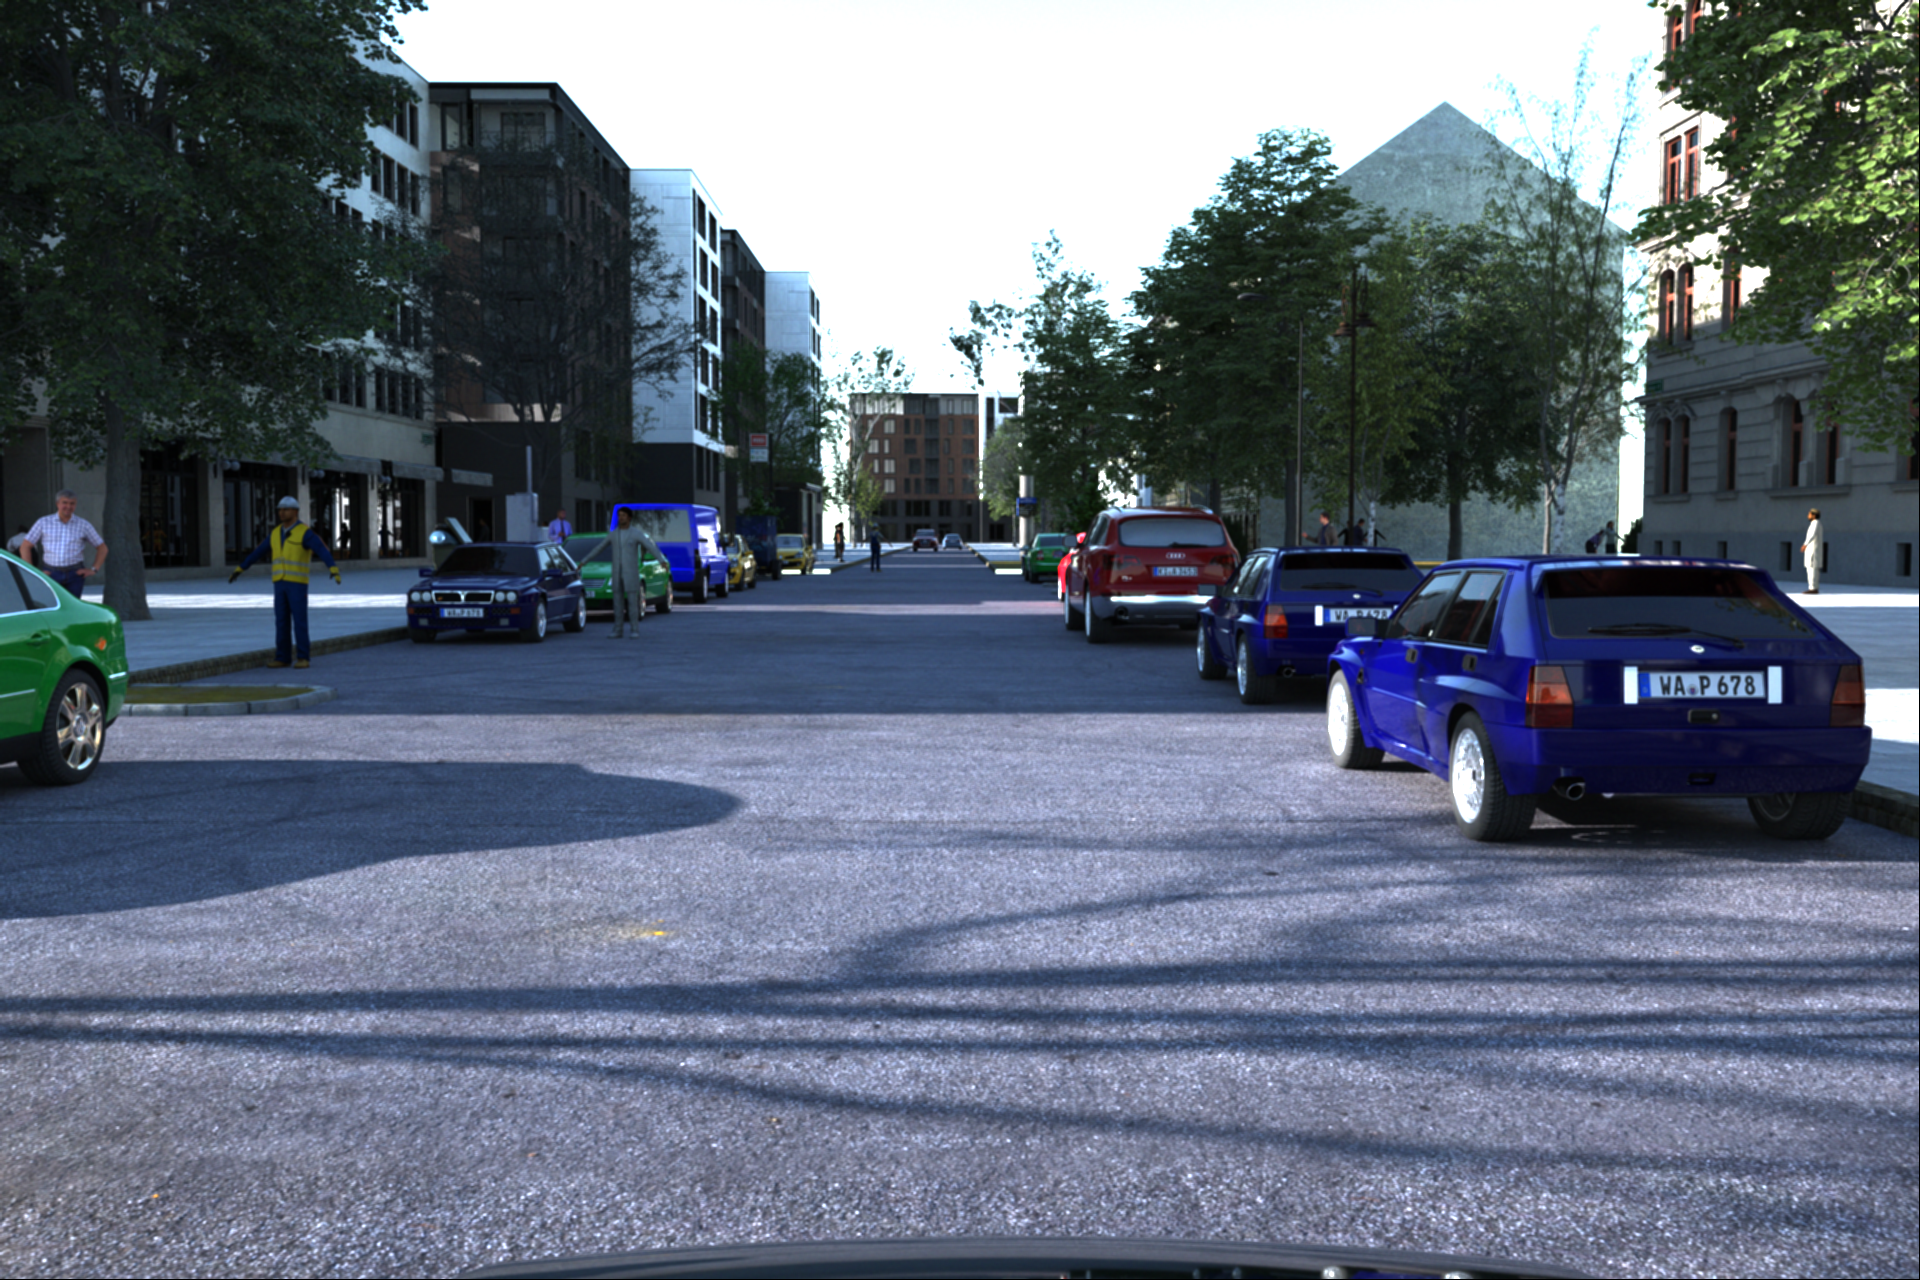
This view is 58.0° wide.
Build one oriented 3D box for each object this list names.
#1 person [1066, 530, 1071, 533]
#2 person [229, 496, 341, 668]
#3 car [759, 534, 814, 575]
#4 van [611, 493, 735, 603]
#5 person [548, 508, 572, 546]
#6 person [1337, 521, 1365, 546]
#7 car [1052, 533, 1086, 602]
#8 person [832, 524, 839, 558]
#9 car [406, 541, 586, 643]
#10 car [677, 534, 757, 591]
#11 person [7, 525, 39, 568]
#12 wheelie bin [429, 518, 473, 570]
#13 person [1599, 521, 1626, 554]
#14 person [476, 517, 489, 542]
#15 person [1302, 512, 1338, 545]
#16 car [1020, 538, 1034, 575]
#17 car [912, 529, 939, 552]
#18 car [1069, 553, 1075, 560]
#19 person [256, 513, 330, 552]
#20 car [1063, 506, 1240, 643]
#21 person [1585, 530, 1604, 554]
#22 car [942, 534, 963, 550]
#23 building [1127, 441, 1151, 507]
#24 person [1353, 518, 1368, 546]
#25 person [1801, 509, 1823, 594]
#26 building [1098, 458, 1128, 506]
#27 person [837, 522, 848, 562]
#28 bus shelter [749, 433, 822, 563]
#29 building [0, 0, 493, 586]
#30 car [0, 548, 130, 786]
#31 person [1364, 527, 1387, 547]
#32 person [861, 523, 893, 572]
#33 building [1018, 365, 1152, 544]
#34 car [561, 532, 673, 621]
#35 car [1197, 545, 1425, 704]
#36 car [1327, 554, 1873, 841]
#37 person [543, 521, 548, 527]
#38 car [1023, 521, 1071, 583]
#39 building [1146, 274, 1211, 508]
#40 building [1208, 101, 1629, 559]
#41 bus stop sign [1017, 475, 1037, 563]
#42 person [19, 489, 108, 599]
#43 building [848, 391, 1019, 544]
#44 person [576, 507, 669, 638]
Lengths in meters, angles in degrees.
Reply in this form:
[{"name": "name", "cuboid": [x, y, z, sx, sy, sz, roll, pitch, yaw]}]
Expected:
[{"name": "person", "cuboid": [6.538, -5.856, 101.867, 1.348, 1.813, 0.705, 0, 4, 3]}, {"name": "person", "cuboid": [-7.187, -0.619, 18.547, 1.349, 1.833, 0.705, 1, 4, 15]}, {"name": "car", "cuboid": [-6.239, -3.180, 62.217, 2.015, 1.641, 3.980, 0, 4, 0]}, {"name": "van", "cuboid": [-6.179, -2.020, 37.403, 2.240, 2.365, 5.245, 0, 3, 0]}, {"name": "person", "cuboid": [-8.498, -1.910, 37.143, 0.709, 1.838, 0.599, -3, 5, -41]}, {"name": "person", "cuboid": [15.992, -3.992, 71.201, 1.347, 1.837, 0.705, 1, 4, 18]}, {"name": "car", "cuboid": [2.991, -1.606, 35.302, 2.155, 1.783, 4.494, 0, 4, 0]}, {"name": "person", "cuboid": [-6.566, -5.232, 91.817, 0.705, 1.796, 1.348, -1, 4, -12]}, {"name": "car", "cuboid": [-6.377, -0.702, 24.059, 1.945, 1.354, 3.894, 0, 4, 0]}, {"name": "car", "cuboid": [-6.262, -2.098, 44.527, 2.015, 1.641, 3.980, 0, 3, 0]}, {"name": "person", "cuboid": [-15.585, -1.203, 28.907, 0.799, 1.438, 0.628, 2, 4, 29]}, {"name": "wheelie bin", "cuboid": [-9.758, -1.548, 33.214, 0.693, 1.594, 0.980, 0, 4, -1]}, {"name": "person", "cuboid": [22.489, -3.235, 59.727, 1.217, 1.735, 0.721, -2, 4, -25]}, {"name": "person", "cuboid": [-15.185, -3.003, 55.170, 0.705, 1.821, 1.348, 0, 4, -4]}, {"name": "person", "cuboid": [7.789, -1.898, 37.611, 0.750, 1.759, 0.617, 0, 4, -3]}, {"name": "car", "cuboid": [3.037, -2.846, 59.118, 1.945, 1.354, 3.894, 0, 4, -1]}, {"name": "car", "cuboid": [-2.860, -8.272, 143.924, 2.281, 1.827, 5.304, 0, 3, 0]}, {"name": "car", "cuboid": [2.965, -1.241, 29.326, 2.155, 1.783, 4.494, 0, 4, -1]}, {"name": "person", "cuboid": [-11.769, -1.492, 30.562, 1.345, 1.807, 0.704, -3, 4, -38]}, {"name": "car", "cuboid": [2.632, -0.953, 24.252, 2.281, 1.827, 5.304, 0, 4, -2]}, {"name": "person", "cuboid": [22.722, -3.220, 61.930, 0.421, 1.427, 0.697, -3, 5, -44]}, {"name": "car", "cuboid": [-0.705, -9.040, 159.805, 2.014, 1.417, 4.499, 0, 4, -1]}, {"name": "building", "cuboid": [19.616, -12.246, 142.364, 9.099, 9.664, 28.070, 0, 4, 0]}, {"name": "person", "cuboid": [12.472, -2.905, 53.995, 0.568, 1.767, 0.683, -1, 4, -22]}, {"name": "person", "cuboid": [18.160, -1.885, 36.906, 0.704, 1.819, 1.344, 2, 4, 35]}, {"name": "building", "cuboid": [21.014, -15.243, 191.372, 9.099, 9.664, 28.070, 0, 4, -1]}, {"name": "person", "cuboid": [-5.357, -4.428, 78.542, 0.704, 1.843, 1.345, 1, 4, 11]}, {"name": "bus shelter", "cuboid": [-7.240, -5.752, 71.682, 2.179, 5.291, 8.768, 0, 4, 1]}, {"name": "building", "cuboid": [-30.973, -15.433, 54.495, 24.374, 26.755, 37.873, 0, 3, 0]}, {"name": "car", "cuboid": [-5.924, 0.015, 8.551, 1.959, 1.807, 4.718, 0, 4, 0]}, {"name": "person", "cuboid": [20.503, -4.876, 85.916, 1.347, 1.806, 0.705, 2, 4, 35]}, {"name": "person", "cuboid": [-3.203, -3.518, 65.827, 1.347, 1.847, 0.705, 2, 4, 23]}, {"name": "building", "cuboid": [21.447, -23.354, 225.818, 27.936, 21.610, 32.646, 0, 4, -1]}, {"name": "car", "cuboid": [-6.115, -1.293, 29.935, 1.959, 1.807, 4.718, 0, 4, 0]}, {"name": "car", "cuboid": [3.224, -0.204, 15.908, 1.945, 1.354, 3.894, 0, 3, 0]}, {"name": "car", "cuboid": [3.193, 0.192, 9.440, 1.945, 1.354, 3.894, 0, 4, -2]}, {"name": "person", "cuboid": [-17.200, -4.011, 71.805, 0.704, 1.802, 1.346, 0, 4, -5]}, {"name": "car", "cuboid": [2.886, -2.626, 51.739, 1.959, 1.807, 4.718, 0, 4, -1]}, {"name": "building", "cuboid": [23.182, -17.420, 115.741, 19.493, 23.208, 18.063, 0, 4, 0]}, {"name": "building", "cuboid": [24.599, -16.300, 97.439, 19.493, 23.208, 18.063, 0, 4, 0]}, {"name": "bus stop sign", "cuboid": [3.015, -5.445, 78.047, 0.837, 3.901, 0.837, 0, 4, -1]}, {"name": "person", "cuboid": [-8.611, -0.591, 16.647, 0.756, 1.711, 0.436, -1, 4, -23]}, {"name": "building", "cuboid": [-0.229, -25.259, 259.419, 32.646, 21.610, 27.936, 0, 4, -5]}, {"name": "person", "cuboid": [-4.624, -0.931, 23.859, 1.347, 1.806, 0.705, 1, 4, 12]}]
